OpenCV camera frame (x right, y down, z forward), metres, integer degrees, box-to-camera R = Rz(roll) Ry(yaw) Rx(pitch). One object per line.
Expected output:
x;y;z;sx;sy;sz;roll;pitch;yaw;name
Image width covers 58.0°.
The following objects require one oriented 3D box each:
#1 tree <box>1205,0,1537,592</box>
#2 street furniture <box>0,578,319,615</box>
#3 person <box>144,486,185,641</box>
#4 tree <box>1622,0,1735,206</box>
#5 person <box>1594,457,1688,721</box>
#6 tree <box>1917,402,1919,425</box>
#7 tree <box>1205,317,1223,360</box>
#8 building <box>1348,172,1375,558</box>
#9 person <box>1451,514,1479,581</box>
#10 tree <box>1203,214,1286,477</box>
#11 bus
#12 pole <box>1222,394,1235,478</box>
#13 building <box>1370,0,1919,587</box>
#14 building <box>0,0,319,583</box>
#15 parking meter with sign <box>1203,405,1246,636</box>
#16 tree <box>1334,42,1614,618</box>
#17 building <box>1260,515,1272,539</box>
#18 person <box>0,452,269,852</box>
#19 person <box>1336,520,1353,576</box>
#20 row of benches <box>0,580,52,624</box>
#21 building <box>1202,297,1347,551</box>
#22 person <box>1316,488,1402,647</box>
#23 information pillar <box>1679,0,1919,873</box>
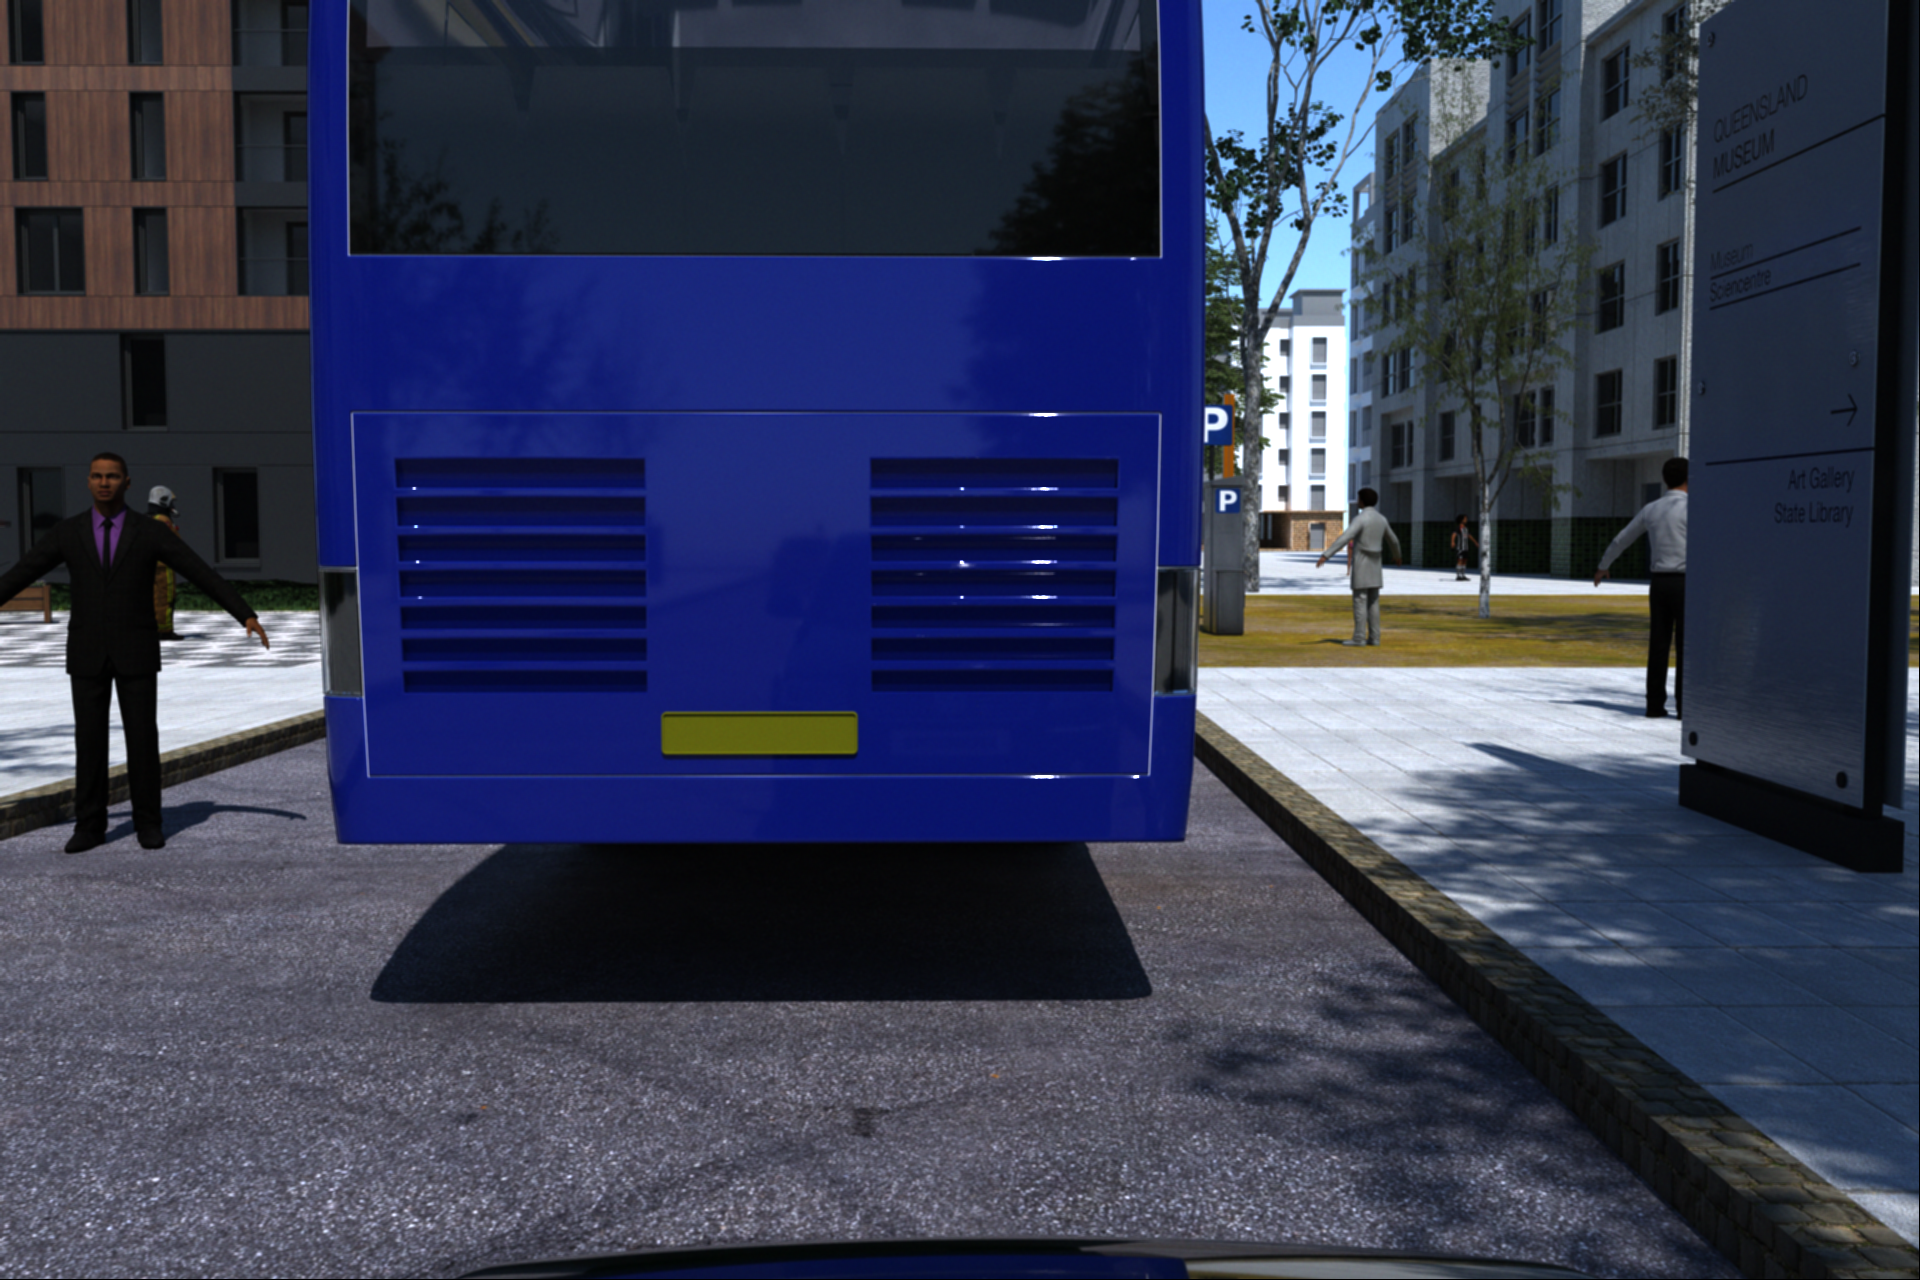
7.868;-11.104;37.437;12.611;20.169;13.585;0;3;0;tree
-11.521;-0.880;30.013;10.072;0.657;5.734;0;4;4;street furniture
-9.614;-0.927;20.931;1.354;1.858;0.705;3;5;41;person
11.291;-6.526;17.072;12.009;13.543;11.850;0;3;0;tree
4.986;-0.359;12.032;0.704;1.810;1.344;-3;5;-39;person
6.519;-3.553;8.448;4.360;8.622;3.978;0;3;0;tree
6.196;-8.600;66.366;9.928;11.665;9.643;0;3;0;tree
26.012;-14.398;91.833;16.016;20.090;11.380;0;3;0;building
13.796;-2.529;47.500;1.345;1.843;0.704;-3;5;-43;person
6.677;-8.465;56.523;7.486;12.596;7.792;0;3;0;tree
-0.662;-1.184;10.899;2.896;3.916;12.251;0;4;-1;bus
3.924;-1.929;25.389;0.158;3.312;0.155;0;3;0;pole
25.820;-11.680;57.433;16.747;18.905;31.486;0;3;0;building
-25.140;-13.169;59.282;27.936;21.610;32.646;0;4;0;building
3.415;-1.612;22.613;0.543;3.016;1.738;0;4;-1;parking meter with sign
8.142;-4.645;26.301;4.360;8.622;3.978;0;3;0;tree
24.189;-18.713;172.414;16.747;18.905;31.486;0;4;0;building
-3.870;0.047;7.908;1.346;1.802;0.704;-1;4;-17;person
12.150;-2.860;53.571;1.217;1.733;0.721;1;4;9;person
-14.793;-0.531;24.139;4.104;0.672;1.422;-2;4;-25;row of benches
23.494;-17.691;145.665;16.016;20.090;11.380;0;4;1;building
4.635;-0.836;19.853;1.347;1.806;0.705;-2;4;-34;person
3.486;-0.976;7.268;0.184;3.620;1.656;0;3;0;information pillar
